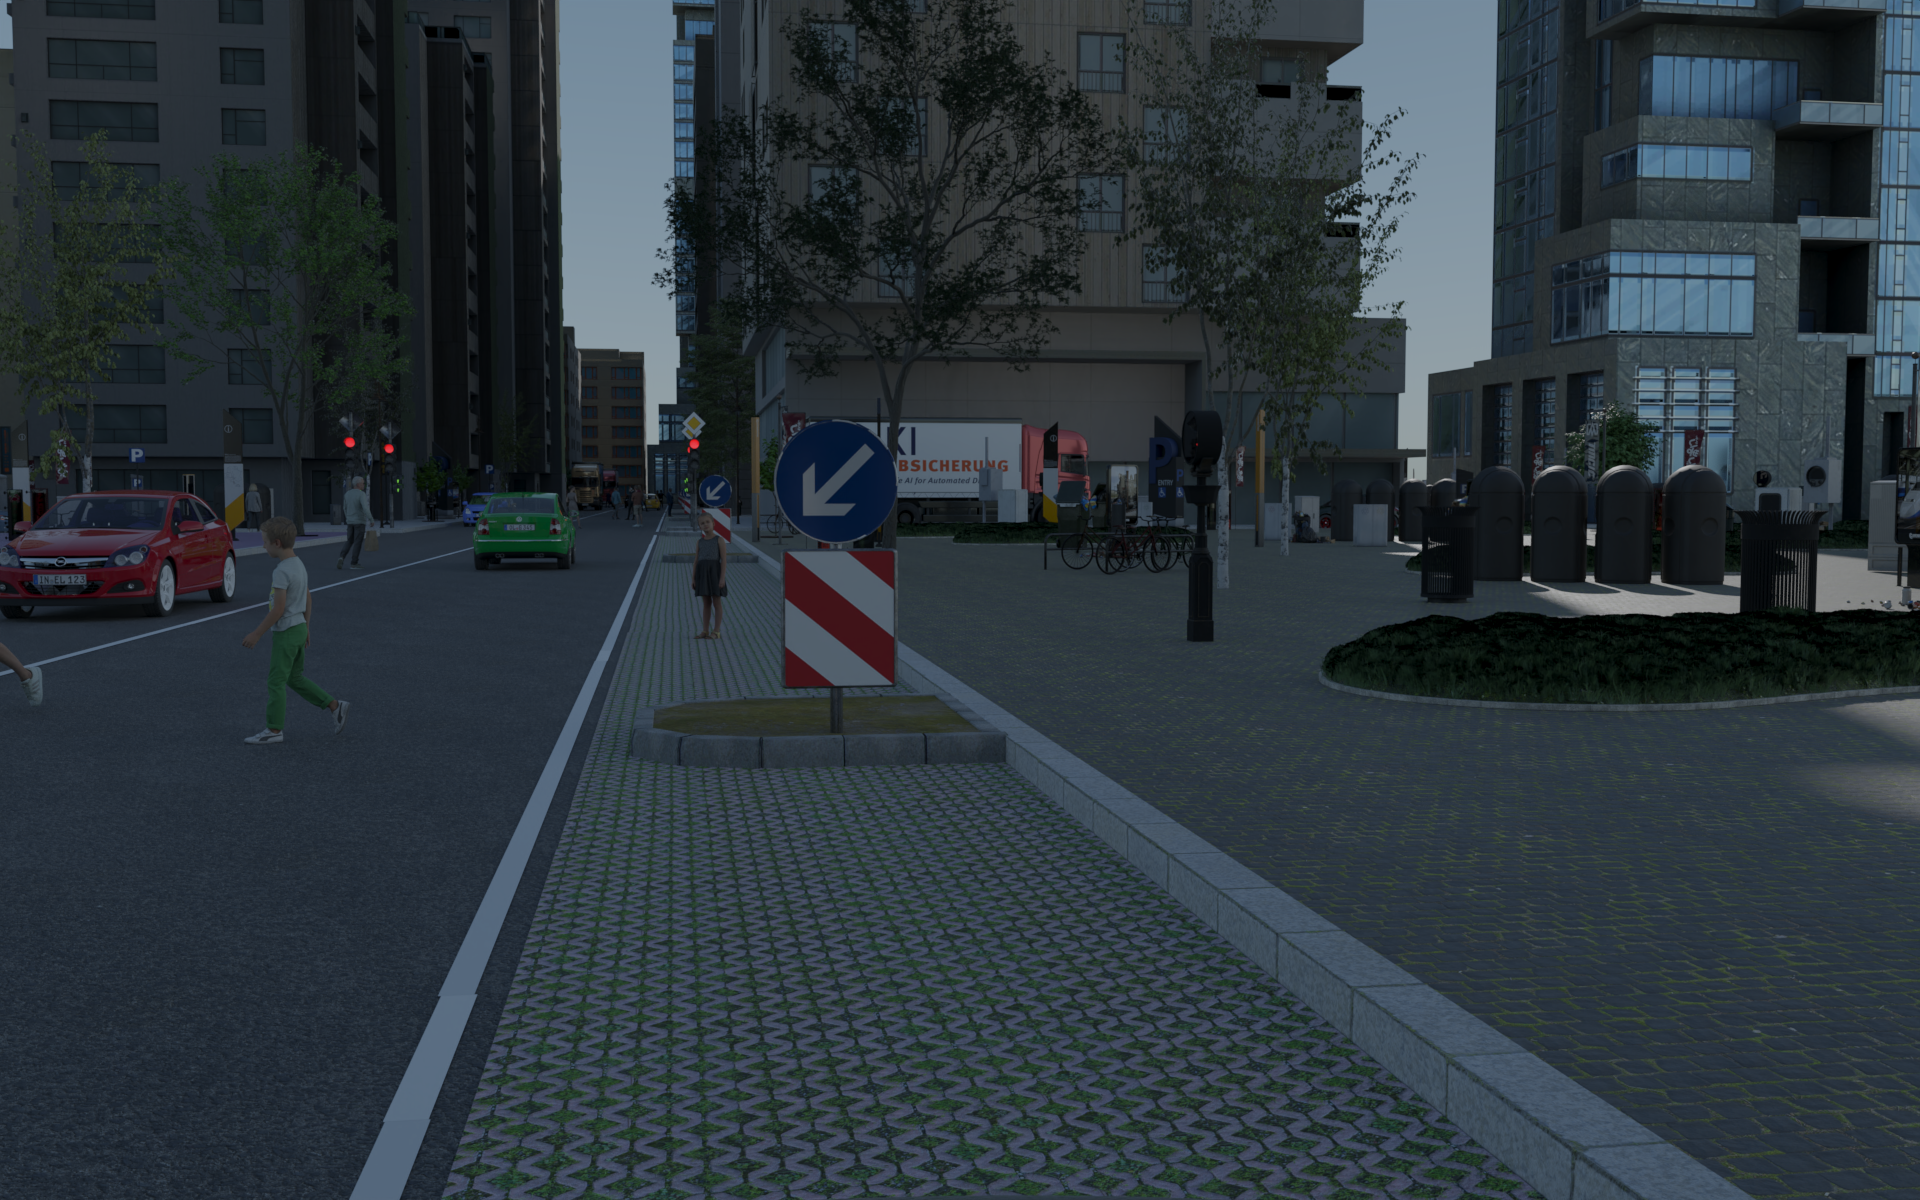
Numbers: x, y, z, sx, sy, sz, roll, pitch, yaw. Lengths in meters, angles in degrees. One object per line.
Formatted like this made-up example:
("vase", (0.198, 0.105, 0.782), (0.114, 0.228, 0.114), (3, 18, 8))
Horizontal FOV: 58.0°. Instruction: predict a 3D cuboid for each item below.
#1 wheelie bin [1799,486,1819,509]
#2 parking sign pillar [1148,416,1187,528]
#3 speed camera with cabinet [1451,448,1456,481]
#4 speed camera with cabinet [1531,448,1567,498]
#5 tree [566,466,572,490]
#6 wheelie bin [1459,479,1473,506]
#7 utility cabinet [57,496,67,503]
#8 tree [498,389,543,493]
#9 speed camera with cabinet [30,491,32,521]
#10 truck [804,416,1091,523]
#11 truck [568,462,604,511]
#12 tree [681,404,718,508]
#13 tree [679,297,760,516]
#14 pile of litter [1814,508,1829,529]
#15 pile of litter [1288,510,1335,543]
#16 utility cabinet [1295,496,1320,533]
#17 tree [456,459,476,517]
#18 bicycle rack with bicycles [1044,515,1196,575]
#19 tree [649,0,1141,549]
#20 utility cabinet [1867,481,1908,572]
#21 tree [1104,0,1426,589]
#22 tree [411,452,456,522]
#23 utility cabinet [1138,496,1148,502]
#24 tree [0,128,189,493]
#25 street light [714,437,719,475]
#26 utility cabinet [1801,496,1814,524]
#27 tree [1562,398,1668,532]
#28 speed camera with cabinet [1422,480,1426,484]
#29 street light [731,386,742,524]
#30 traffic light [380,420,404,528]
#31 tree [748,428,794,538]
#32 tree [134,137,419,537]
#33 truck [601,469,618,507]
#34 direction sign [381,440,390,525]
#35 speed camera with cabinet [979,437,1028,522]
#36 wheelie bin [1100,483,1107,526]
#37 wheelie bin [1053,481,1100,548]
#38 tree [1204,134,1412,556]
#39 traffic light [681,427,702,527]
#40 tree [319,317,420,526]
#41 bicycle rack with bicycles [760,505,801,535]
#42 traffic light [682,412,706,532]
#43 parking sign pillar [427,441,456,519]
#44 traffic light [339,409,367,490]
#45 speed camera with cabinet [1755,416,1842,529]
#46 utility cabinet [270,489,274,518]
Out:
("wheelie bin", (31.914, -3.509, 65.273), (0.980, 1.594, 0.693), (2, 4, 34))
("parking sign pillar", (7.037, -4.319, 59.092), (1.447, 3.967, 1.447), (-3, 5, -39))
("speed camera with cabinet", (21.051, -4.822, 73.181), (0.660, 3.252, 2.038), (1, 4, 18))
("speed camera with cabinet", (25.565, -4.927, 74.897), (0.660, 3.252, 2.038), (-1, 4, -17))
("tree", (-42.343, -12.242, 183.869), (4.285, 4.588, 4.351), (0, 3, 0))
("wheelie bin", (11.181, -1.778, 36.981), (0.980, 1.594, 0.693), (1, 4, 10))
("utility cabinet", (-26.090, -2.441, 51.077), (1.020, 1.237, 0.306), (1, 4, 15))
("tree", (-31.697, -10.484, 121.768), (4.737, 8.622, 4.395), (0, 3, 0))
("speed camera with cabinet", (-43.464, -5.302, 81.021), (2.038, 3.252, 0.660), (0, 4, -3))
("truck", (-0.153, -4.626, 64.546), (11.283, 4.237, 2.839), (-1, 4, -11))
("truck", (-33.008, -10.063, 153.447), (2.839, 4.237, 11.283), (-1, 4, -10))
("tree", (-19.768, -11.387, 136.538), (4.737, 8.622, 4.395), (0, 3, 0))
("tree", (-12.642, -11.100, 99.608), (7.486, 12.596, 7.792), (0, 3, 0))
("pile of litter", (31.045, -2.972, 62.563), (1.719, 0.858, 1.176), (-2, 4, -31))
("pile of litter", (9.228, -1.945, 45.761), (1.176, 0.858, 1.719), (-1, 4, -9))
("utility cabinet", (11.590, -2.853, 57.809), (1.020, 1.237, 0.306), (-3, 5, -43))
("tree", (-28.023, -6.231, 96.479), (1.663, 3.219, 1.824), (0, 3, 0))
("bicycle rack with bicycles", (2.861, -0.956, 29.012), (2.925, 0.926, 2.852), (-2, 4, -30))
("tree", (-1.277, -5.789, 29.067), (8.767, 10.594, 7.601), (0, 4, 4))
("utility cabinet", (15.424, -1.189, 28.124), (0.318, 1.500, 1.173), (-3, 4, -38))
("tree", (3.673, -4.449, 23.104), (4.360, 8.622, 3.978), (0, 3, 0))
("tree", (-24.541, -5.230, 80.104), (1.663, 3.219, 1.824), (0, 3, 0))
("utility cabinet", (6.754, -3.094, 61.756), (1.020, 1.237, 0.306), (2, 4, 32))
("tree", (-17.560, -5.123, 34.123), (4.737, 8.622, 4.395), (0, 3, 0))
("street light", (-15.014, -8.246, 107.603), (0.468, 5.910, 1.993), (-1, 4, -9))
("utility cabinet", (25.995, -2.610, 53.838), (0.306, 1.237, 1.020), (-2, 4, -31))
("tree", (22.389, -4.610, 59.089), (4.285, 4.588, 4.351), (0, 3, 0))
("speed camera with cabinet", (29.872, -7.238, 112.672), (0.660, 3.252, 2.038), (-1, 4, -15))
("street light", (-9.472, -6.176, 73.769), (0.468, 5.910, 1.993), (-1, 4, -9))
("traffic light", (-21.397, -4.664, 65.175), (0.839, 4.253, 0.868), (-1, 4, -9))
("tree", (-5.499, -3.450, 51.013), (1.663, 3.219, 1.824), (0, 3, 0))
("tree", (-20.101, -7.715, 51.893), (9.928, 11.665, 9.643), (0, 3, 0))
("truck", (-39.549, -12.524, 193.682), (2.839, 4.237, 11.283), (-1, 4, -10))
("direction sign", (-23.940, -4.908, 72.245), (0.379, 3.537, 0.876), (1, 4, 11))
("speed camera with cabinet", (1.490, -3.987, 59.525), (0.660, 3.252, 2.038), (-3, 4, -37))
("wheelie bin", (4.041, -2.430, 47.631), (0.980, 1.594, 0.693), (-3, 5, -41))
("wheelie bin", (2.658, -2.024, 40.993), (0.980, 1.594, 0.693), (2, 4, 27))
("tree", (7.018, -5.240, 36.034), (4.737, 8.622, 4.395), (0, 3, 0))
("traffic light", (-10.387, -4.776, 67.008), (0.839, 4.253, 0.868), (-1, 4, -9))
("tree", (-23.611, -7.250, 68.907), (4.360, 8.622, 3.978), (0, 3, 0))
("bicycle rack with bicycles", (-5.106, -2.625, 56.295), (2.925, 0.926, 2.852), (-3, 5, -44))
("traffic light", (-9.082, -4.294, 59.130), (0.839, 4.253, 0.868), (-1, 4, -9))
("parking sign pillar", (-26.489, -6.109, 88.354), (1.447, 3.967, 1.447), (2, 4, 30))
("traffic light", (-20.092, -4.182, 57.297), (0.839, 4.253, 0.868), (-1, 4, -9))
("speed camera with cabinet", (21.541, -3.072, 44.556), (0.660, 3.252, 2.038), (-2, 4, -30))
("utility cabinet", (-28.075, -3.704, 69.236), (0.318, 1.500, 1.173), (3, 5, 42))
